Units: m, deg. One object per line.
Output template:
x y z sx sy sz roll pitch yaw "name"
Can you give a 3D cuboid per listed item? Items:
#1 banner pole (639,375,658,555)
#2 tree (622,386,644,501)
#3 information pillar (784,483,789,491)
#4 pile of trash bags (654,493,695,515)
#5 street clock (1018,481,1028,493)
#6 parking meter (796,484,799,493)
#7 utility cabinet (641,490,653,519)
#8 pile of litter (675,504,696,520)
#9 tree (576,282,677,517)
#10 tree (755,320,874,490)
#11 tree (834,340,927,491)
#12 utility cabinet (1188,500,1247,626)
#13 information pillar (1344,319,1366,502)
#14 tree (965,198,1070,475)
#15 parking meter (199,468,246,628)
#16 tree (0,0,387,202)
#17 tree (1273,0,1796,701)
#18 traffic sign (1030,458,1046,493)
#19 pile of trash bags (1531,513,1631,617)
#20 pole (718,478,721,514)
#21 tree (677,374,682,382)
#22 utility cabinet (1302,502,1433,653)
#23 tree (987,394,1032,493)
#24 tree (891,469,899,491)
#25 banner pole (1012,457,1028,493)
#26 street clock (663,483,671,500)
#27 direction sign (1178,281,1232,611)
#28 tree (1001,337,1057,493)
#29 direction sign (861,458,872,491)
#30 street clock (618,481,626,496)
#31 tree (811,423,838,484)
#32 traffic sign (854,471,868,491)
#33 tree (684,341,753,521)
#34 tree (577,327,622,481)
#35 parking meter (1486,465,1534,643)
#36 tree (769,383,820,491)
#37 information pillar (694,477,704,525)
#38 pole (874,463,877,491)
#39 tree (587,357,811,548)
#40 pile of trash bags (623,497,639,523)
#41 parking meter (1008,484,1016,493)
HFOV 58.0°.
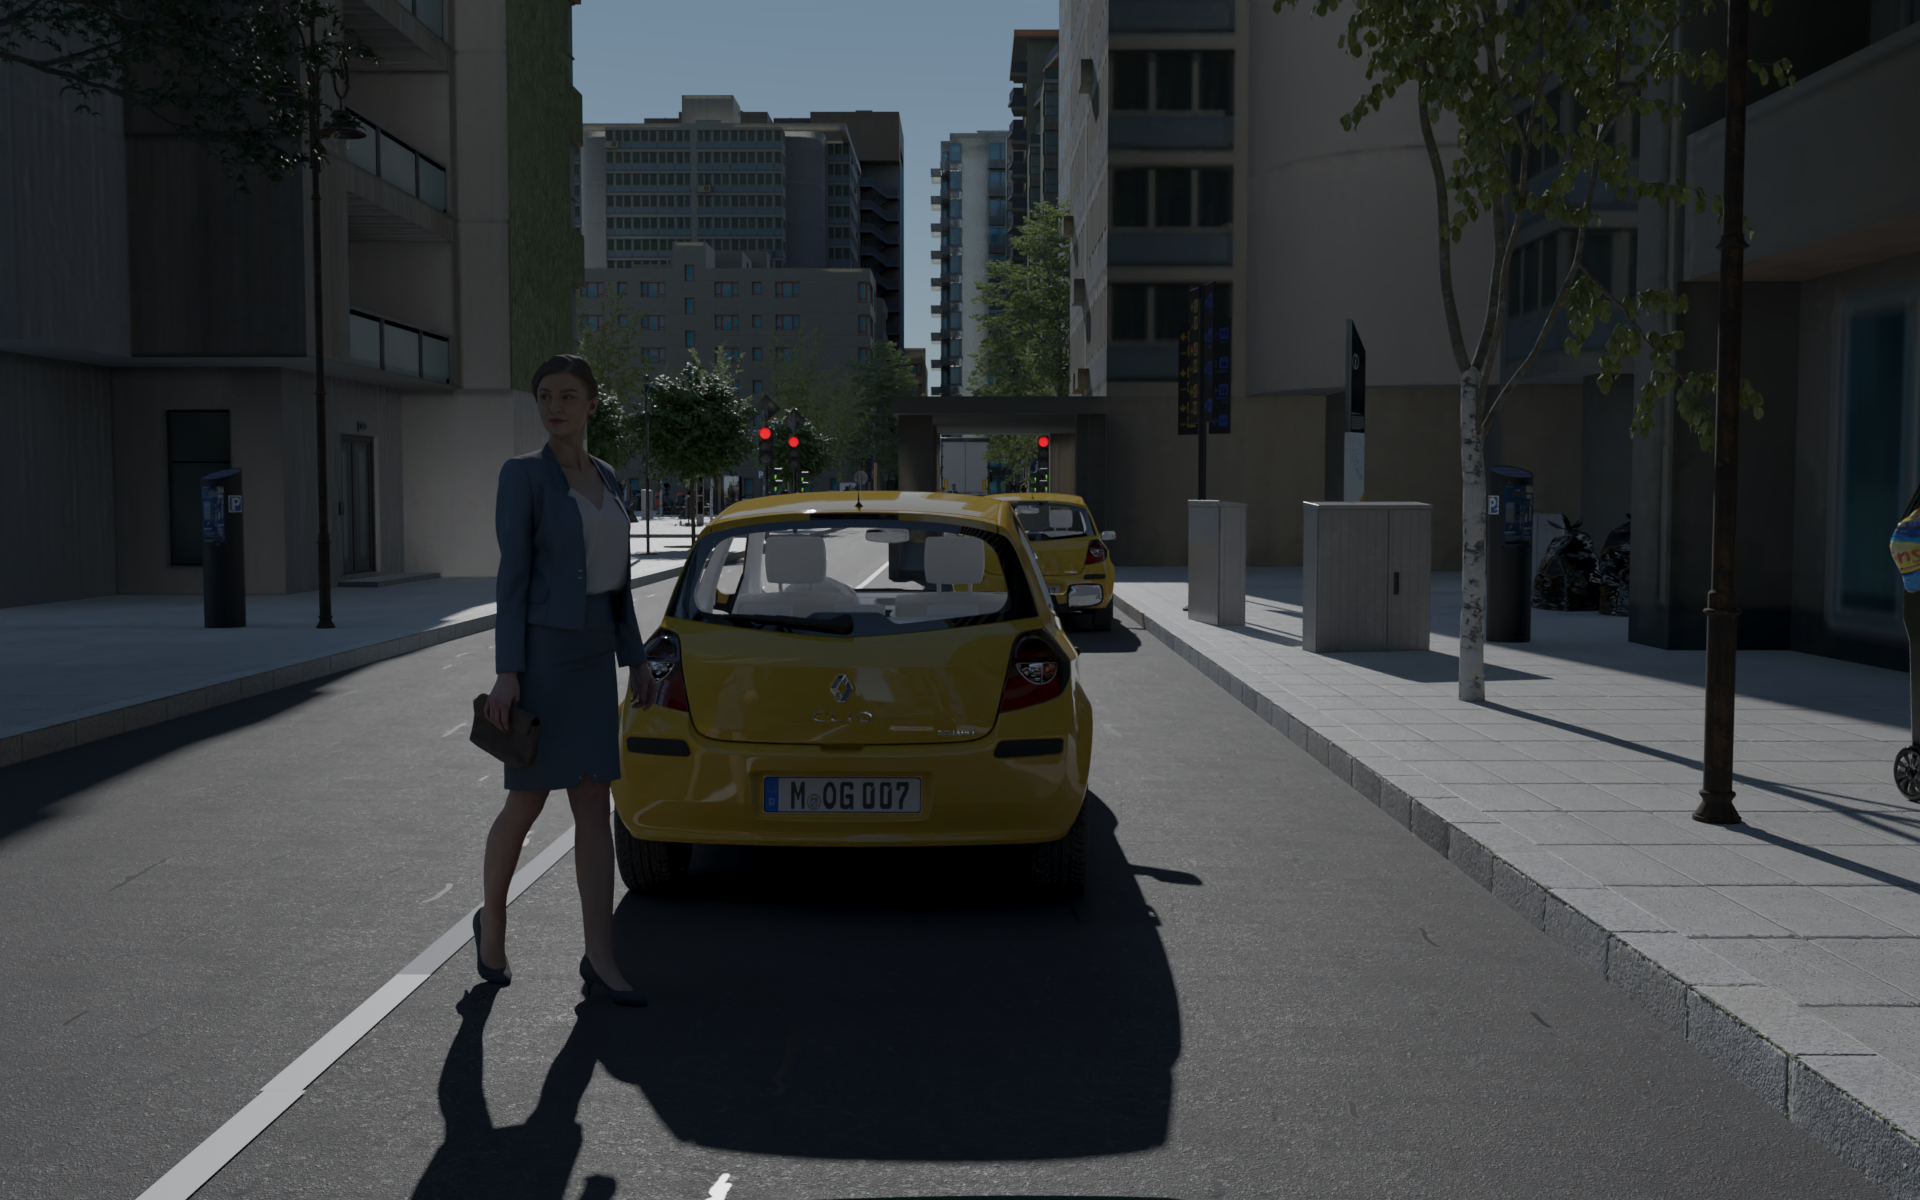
-6.534 -2.828 36.263 0.401 3.779 0.863 -1 4 -14 "banner pole"
-22.781 -10.212 117.333 4.360 8.622 3.978 0 3 0 "tree"
-8.631 -4.954 85.484 0.304 2.012 0.304 -1 4 -15 "information pillar"
-17.796 -5.890 106.051 1.912 1.369 3.447 1 4 16 "pile of trash bags"
3.490 -5.595 96.052 0.471 2.002 0.358 -2 4 -24 "street clock"
-6.702 -3.963 70.506 0.255 1.863 0.399 1 4 14 "parking meter"
-15.635 -4.768 86.632 0.318 1.500 1.173 0 4 4 "utility cabinet"
-13.493 -4.494 87.448 1.719 0.858 1.176 0 4 -6 "pile of litter"
-12.404 -6.669 59.398 4.737 8.622 4.395 0 3 0 "tree"
-6.923 -7.572 74.167 4.737 8.622 4.395 0 3 0 "tree"
-5.568 -12.810 127.569 7.486 12.596 7.792 0 3 0 "tree"
2.567 -0.375 17.295 0.306 1.237 1.020 -1 4 -9 "utility cabinet"
5.327 -1.961 23.414 0.183 3.616 0.504 3 4 36 "information pillar"
4.031 -9.097 66.865 7.486 12.596 7.792 0 3 0 "tree"
-7.089 -0.505 16.669 0.372 1.533 0.369 0 3 0 "parking meter"
-6.805 -4.597 9.570 7.601 10.594 8.767 -1 4 -9 "tree"
3.208 -3.665 10.292 4.737 8.622 4.395 0 3 0 "tree"
2.843 -3.744 61.328 0.768 2.556 0.104 0 4 4 "traffic sign"
8.214 -0.571 19.088 3.447 1.369 1.912 -1 4 -9 "pile of trash bags"
-14.181 -6.619 102.068 0.158 3.312 0.155 0 3 0 "pole"
-16.745 -8.995 97.431 4.737 8.622 4.395 0 3 0 "tree"
3.338 -0.185 14.189 1.020 1.237 0.306 -1 4 -14 "utility cabinet"
3.648 -9.752 109.814 4.737 8.622 4.395 0 3 0 "tree"
-6.054 -12.550 188.897 4.285 4.588 4.351 0 3 0 "tree"
3.726 -6.907 102.949 0.863 3.779 0.401 3 5 42 "banner pole"
-19.489 -6.762 115.121 0.471 2.002 0.358 1 4 16 "street clock"
2.638 -1.648 18.935 0.379 3.537 0.876 -1 4 -9 "direction sign"
3.516 -7.915 79.777 4.360 8.622 3.978 0 3 0 "tree"
-5.959 -7.221 110.054 0.876 3.537 0.379 -3 5 -42 "direction sign"
-18.191 -5.415 93.098 0.471 2.002 0.358 0 4 4 "street clock"
-6.244 -4.885 63.585 4.285 4.588 4.351 0 3 0 "tree"
-5.369 -5.727 93.736 0.768 2.556 0.104 0 4 6 "traffic sign"
-12.020 -8.146 83.553 4.360 8.622 3.978 0 3 0 "tree"
-16.125 -7.407 71.471 4.360 8.622 3.978 0 3 0 "tree"
4.782 -0.407 15.064 0.372 1.533 0.369 0 3 0 "parking meter"
-10.757 -9.952 113.076 4.360 8.622 3.978 0 3 0 "tree"
-10.675 -4.074 71.102 0.304 2.012 0.304 -1 4 -12 "information pillar"
-5.528 -7.323 113.566 0.158 3.312 0.155 0 3 0 "pole"
-6.473 -3.546 41.685 4.285 4.588 4.351 0 3 0 "tree"
-16.032 -4.174 77.992 3.447 1.369 1.912 3 5 44 "pile of trash bags"
2.932 -5.649 98.066 0.399 1.863 0.255 -3 4 -39 "parking meter"
